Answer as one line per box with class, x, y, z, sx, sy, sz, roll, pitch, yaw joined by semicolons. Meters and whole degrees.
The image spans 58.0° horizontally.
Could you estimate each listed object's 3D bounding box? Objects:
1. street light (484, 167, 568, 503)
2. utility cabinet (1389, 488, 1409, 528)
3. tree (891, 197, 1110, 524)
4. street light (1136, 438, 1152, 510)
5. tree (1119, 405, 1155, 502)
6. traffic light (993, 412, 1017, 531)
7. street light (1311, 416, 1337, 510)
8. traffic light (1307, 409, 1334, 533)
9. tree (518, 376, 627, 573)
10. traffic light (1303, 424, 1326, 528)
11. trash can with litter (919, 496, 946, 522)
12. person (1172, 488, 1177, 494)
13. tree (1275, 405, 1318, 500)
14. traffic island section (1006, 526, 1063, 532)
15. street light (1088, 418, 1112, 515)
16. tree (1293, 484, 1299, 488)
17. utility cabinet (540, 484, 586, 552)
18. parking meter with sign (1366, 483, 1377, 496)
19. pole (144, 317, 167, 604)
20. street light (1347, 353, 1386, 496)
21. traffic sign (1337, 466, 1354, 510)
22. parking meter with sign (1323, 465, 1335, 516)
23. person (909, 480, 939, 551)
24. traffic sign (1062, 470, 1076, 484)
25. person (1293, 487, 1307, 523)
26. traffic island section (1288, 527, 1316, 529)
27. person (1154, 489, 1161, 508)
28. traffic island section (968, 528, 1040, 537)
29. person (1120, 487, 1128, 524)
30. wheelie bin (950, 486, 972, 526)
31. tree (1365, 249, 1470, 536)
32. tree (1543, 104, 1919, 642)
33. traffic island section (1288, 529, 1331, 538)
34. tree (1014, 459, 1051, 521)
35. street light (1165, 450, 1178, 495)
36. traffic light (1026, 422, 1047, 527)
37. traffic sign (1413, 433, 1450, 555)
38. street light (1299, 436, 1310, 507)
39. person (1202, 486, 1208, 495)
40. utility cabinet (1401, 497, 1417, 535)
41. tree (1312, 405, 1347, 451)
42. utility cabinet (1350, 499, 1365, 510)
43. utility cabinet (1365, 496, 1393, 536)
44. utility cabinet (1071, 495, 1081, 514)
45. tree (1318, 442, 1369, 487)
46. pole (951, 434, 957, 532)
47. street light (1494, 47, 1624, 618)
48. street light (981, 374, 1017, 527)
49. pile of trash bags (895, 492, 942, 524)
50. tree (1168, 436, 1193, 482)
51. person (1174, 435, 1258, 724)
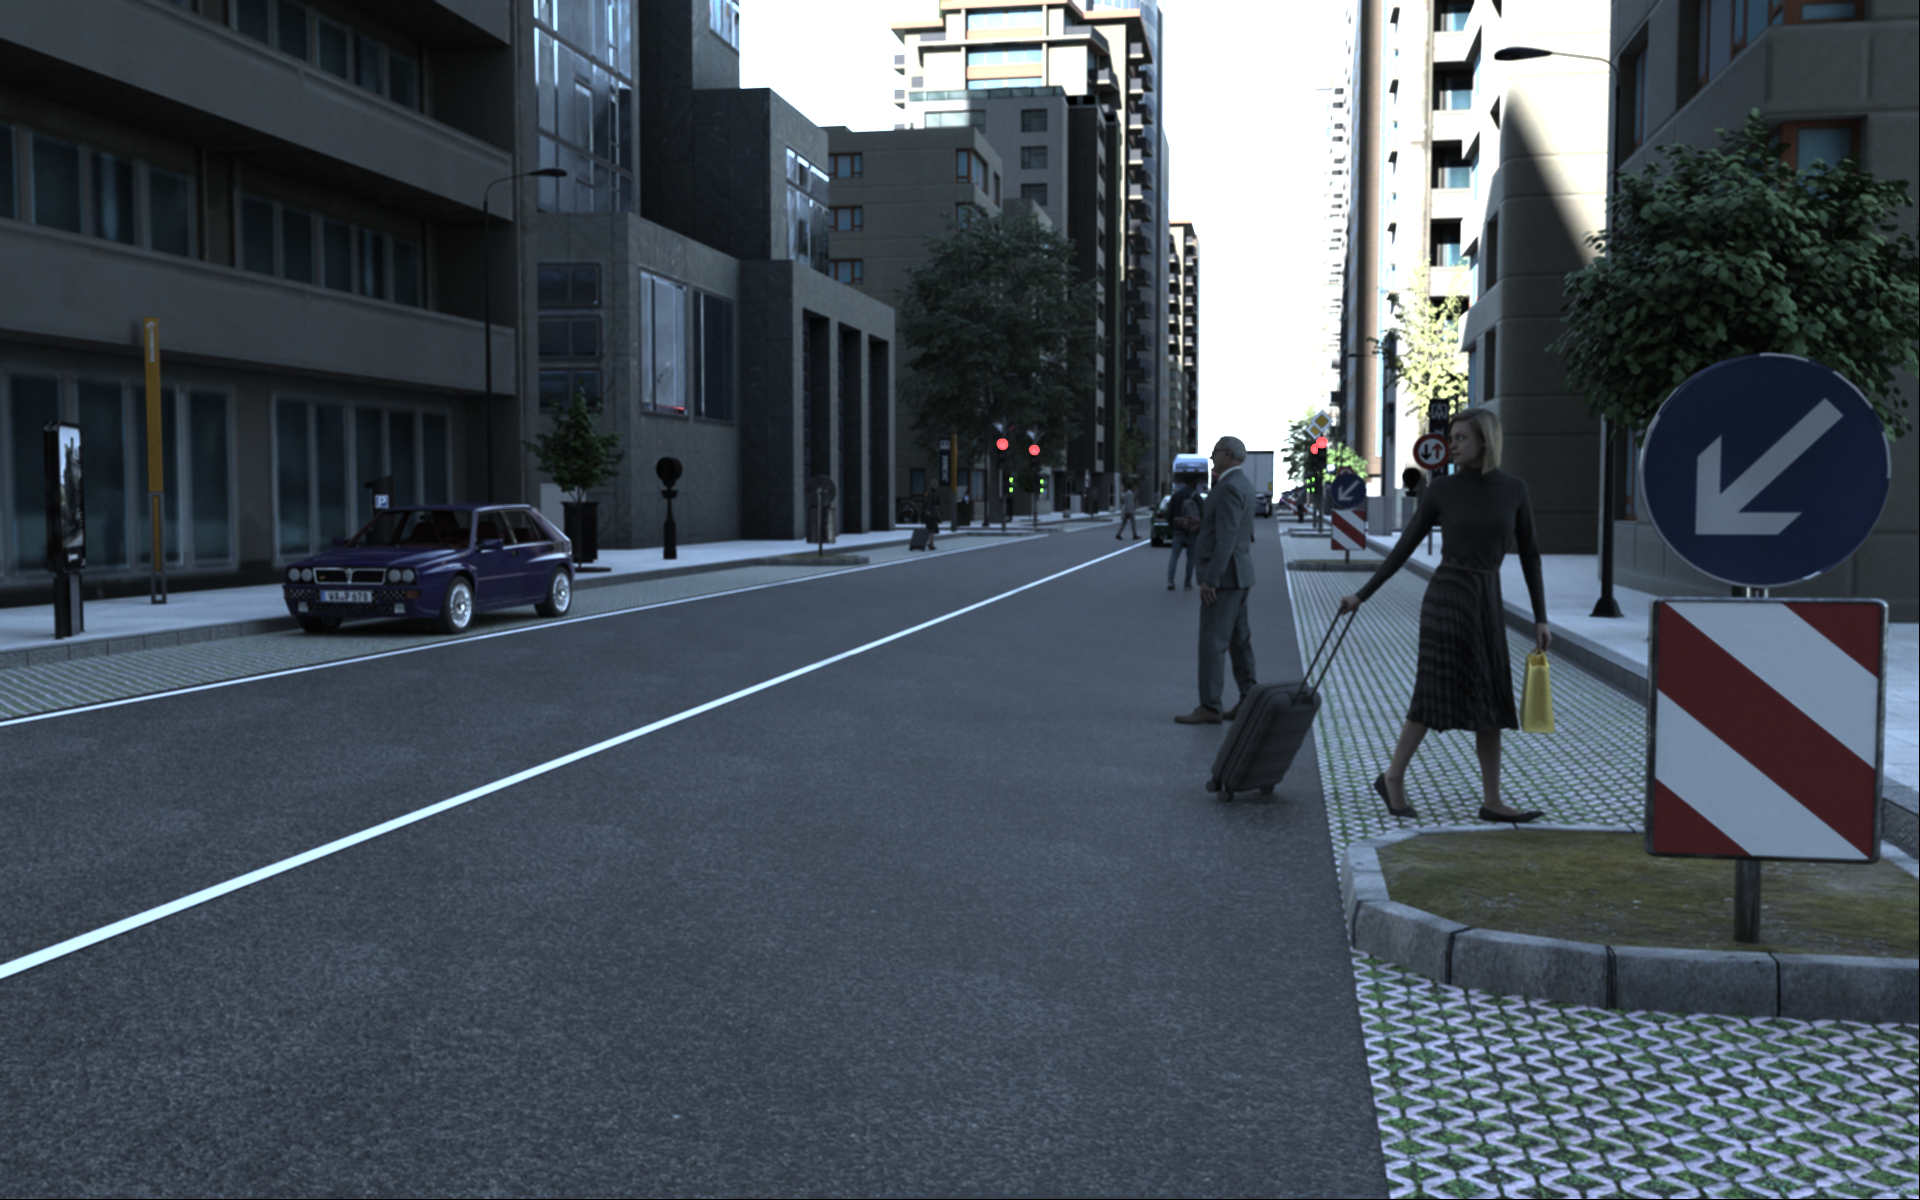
street light;-6.266;-3.201;24.873;1.470;5.913;1.316;1;4;10
utility cabinet;16.435;-3.440;64.921;0.318;1.500;1.173;3;4;38
tree;1.608;-10.317;75.334;9.857;13.997;8.962;0;3;0
street light;15.308;-10.464;143.633;1.470;5.913;1.316;1;4;10
tree;13.239;-11.531;138.898;4.737;8.622;4.395;0;3;0
traffic light;1.522;-4.307;59.339;0.839;4.253;0.868;1;4;10
street light;21.327;-7.843;100.777;1.470;5.913;1.316;1;4;10
traffic light;11.967;-4.193;57.472;0.839;4.253;0.868;1;4;10
tree;-6.225;-2.075;28.521;1.663;3.219;1.824;0;3;0
traffic light;13.389;-4.673;65.330;0.839;4.253;0.868;1;4;10
trash can with litter;-1.463;-4.293;81.255;1.678;1.210;2.233;3;4;37
person;11.964;-5.369;96.764;0.782;1.767;0.515;1;4;11
tree;43.912;-18.480;220.280;7.486;12.596;7.792;0;3;0
traffic island section;2.906;-2.756;67.339;2.009;0.180;2.903;1;4;10
street light;8.573;-8.164;106.020;1.470;5.913;1.316;1;4;10
tree;56.397;-18.053;289.772;1.663;3.219;1.824;0;3;0
utility cabinet;-8.643;-1.750;37.295;0.318;1.500;1.173;3;5;44
parking meter with sign;27.553;-7.316;115.880;1.738;3.016;0.543;0;4;0
pole;-9.349;-1.607;20.118;0.158;3.312;0.155;0;3;0
street light;13.459;-5.177;57.191;1.470;5.913;1.316;1;4;10
traffic sign;17.610;-4.831;79.092;0.768;2.556;0.104;1;4;12
parking meter with sign;22.153;-6.601;104.194;0.543;3.016;1.738;0;4;3
person;-0.872;-2.152;43.896;0.699;1.804;1.509;2;4;29
traffic sign;5.802;-5.665;92.733;0.768;2.556;0.104;1;4;20
person;16.777;-4.693;85.415;0.473;1.802;0.592;-3;5;-40
traffic island section;13.426;-2.640;65.437;2.009;0.180;2.903;1;4;10
person;14.187;-7.087;124.559;0.511;1.800;0.466;1;4;20
traffic island section;1.484;-2.275;59.481;2.009;0.180;2.903;1;4;10
person;7.900;-4.566;83.706;0.362;1.759;0.519;-1;4;-22
wheelie bin;0.049;-3.738;69.020;0.980;1.594;0.693;3;4;38
tree;14.613;-6.272;52.905;4.737;8.622;4.395;0;3;0
tree;6.656;-1.892;14.642;4.285;4.588;4.351;0;3;0
traffic island section;12.004;-2.159;57.579;2.009;0.180;2.903;1;4;10
tree;3.213;-5.340;81.918;1.663;3.219;1.824;0;3;0
street light;22.170;-12.804;181.882;1.470;5.913;1.316;1;4;10
traffic light;2.944;-4.788;67.197;0.839;4.253;0.868;1;4;10
traffic sign;9.881;-2.216;36.337;0.768;2.556;0.104;1;4;12
street light;28.175;-10.183;139.028;1.470;5.913;1.316;1;4;10
person;12.411;-4.823;87.314;0.822;1.834;0.622;1;4;9
utility cabinet;11.390;-2.001;43.876;0.306;1.237;1.020;1;4;20
tree;31.260;-11.883;144.655;4.360;8.622;3.978;0;3;0
utility cabinet;18.788;-4.297;81.410;1.020;1.237;0.306;-3;4;-37
utility cabinet;12.959;-2.585;53.427;0.306;1.237;1.020;-1;4;-17
utility cabinet;7.640;-6.308;114.299;0.306;1.237;1.020;2;4;31
tree;23.531;-7.556;107.257;4.285;4.588;4.351;0;3;0
pole;-0.208;-3.974;58.813;0.158;3.312;0.155;0;3;0
street light;6.248;-2.785;18.080;1.470;5.913;1.316;1;4;10
street light;1.530;-5.798;67.342;1.470;5.913;1.316;1;4;10
pile of trash bags;-1.664;-4.031;75.658;1.912;1.369;3.447;1;4;11
tree;27.728;-16.359;217.839;4.360;8.622;3.978;0;3;0
person;1.606;-0.138;10.934;0.590;1.801;0.661;1;4;20
